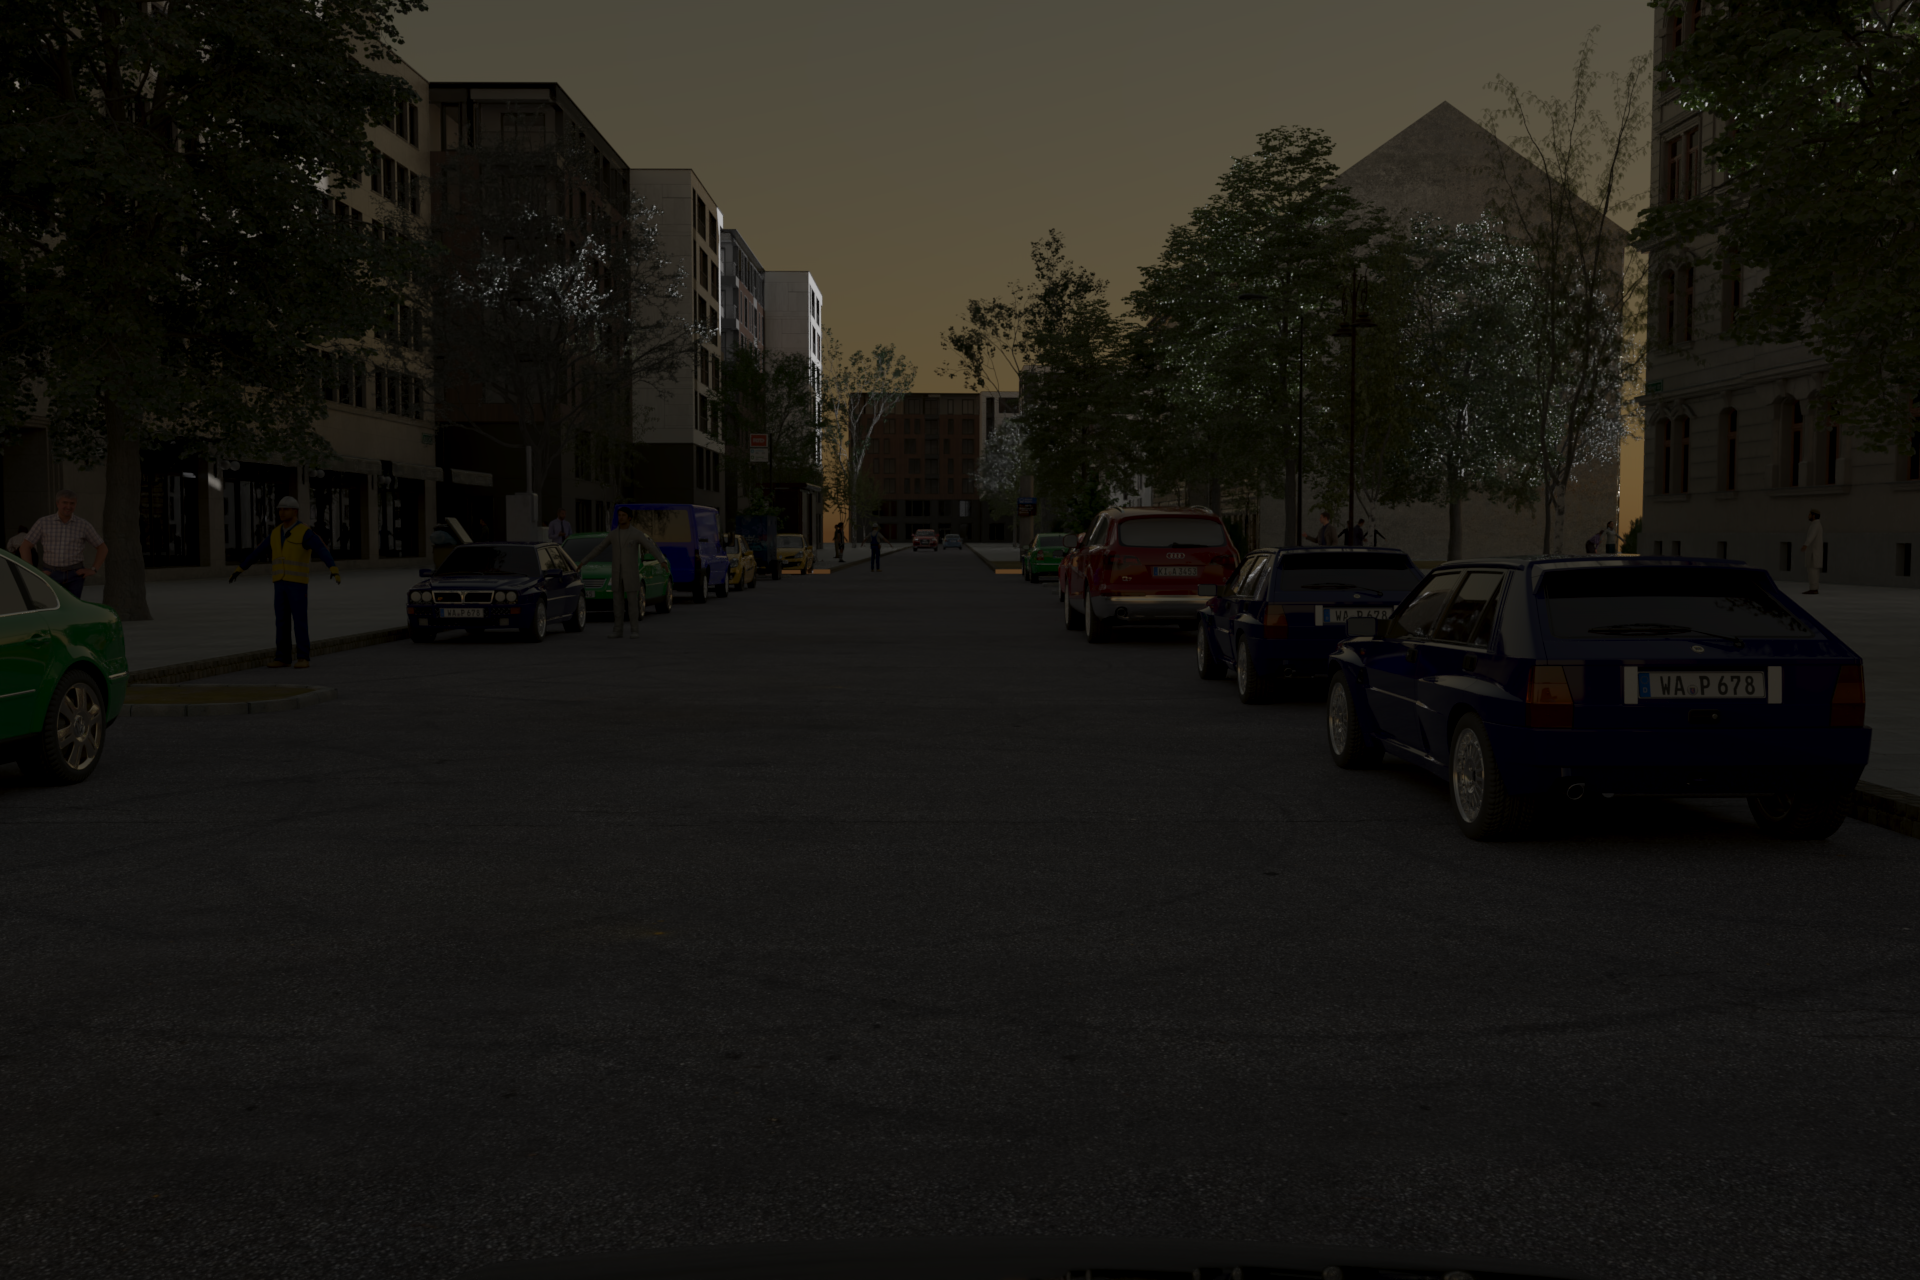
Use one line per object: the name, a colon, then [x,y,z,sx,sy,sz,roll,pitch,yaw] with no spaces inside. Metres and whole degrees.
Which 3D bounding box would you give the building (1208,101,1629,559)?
building: [24.599,-16.300,97.439,19.493,23.208,18.063,0,4,0]

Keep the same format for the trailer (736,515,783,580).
trailer: [-6.336,-2.835,53.395,1.471,1.999,3.904,0,4,0]

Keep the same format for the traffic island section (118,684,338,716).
traffic island section: [-6.410,0.506,14.593,1.991,0.108,1.994,0,4,0]

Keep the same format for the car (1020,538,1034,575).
car: [3.037,-2.846,59.118,1.945,1.354,3.894,0,4,-1]

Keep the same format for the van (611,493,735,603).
van: [-6.179,-2.020,37.403,2.240,2.365,5.245,0,3,0]

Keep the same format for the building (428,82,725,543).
building: [-28.892,-15.345,94.873,27.936,21.610,32.646,0,4,-1]

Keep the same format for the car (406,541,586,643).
car: [-6.377,-0.702,24.059,1.945,1.354,3.894,0,4,0]

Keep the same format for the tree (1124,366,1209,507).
tree: [9.655,-7.543,73.692,4.360,8.622,3.978,0,3,0]

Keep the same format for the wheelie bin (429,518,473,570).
wheelie bin: [-9.758,-1.548,33.214,0.693,1.594,0.980,0,4,-1]

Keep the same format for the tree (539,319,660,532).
tree: [-11.851,-6.636,58.867,4.360,8.622,3.978,0,3,0]

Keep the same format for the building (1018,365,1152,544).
building: [21.447,-23.354,225.818,27.936,21.610,32.646,0,4,-1]

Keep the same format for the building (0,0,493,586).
building: [-30.973,-15.433,54.495,24.374,26.755,37.873,0,3,0]

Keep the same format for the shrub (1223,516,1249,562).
shrub: [10.290,-3.781,66.241,1.690,2.028,1.600,0,3,0]

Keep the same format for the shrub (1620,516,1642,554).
shrub: [26.841,-3.906,68.285,1.690,2.028,1.600,0,3,0]

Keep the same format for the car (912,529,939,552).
car: [-2.860,-8.272,143.924,2.281,1.827,5.304,0,3,0]

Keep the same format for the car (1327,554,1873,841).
car: [3.193,0.192,9.440,1.945,1.354,3.894,0,4,-2]

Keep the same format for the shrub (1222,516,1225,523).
shrub: [10.449,-3.952,69.036,1.690,2.028,1.600,0,3,0]

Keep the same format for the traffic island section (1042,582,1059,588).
traffic island section: [3.252,-1.492,47.254,1.991,0.108,1.994,0,4,0]

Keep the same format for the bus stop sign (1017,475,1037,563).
bus stop sign: [3.015,-5.445,78.047,0.837,3.901,0.837,0,4,-1]

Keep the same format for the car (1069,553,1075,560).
car: [2.965,-1.241,29.326,2.155,1.783,4.494,0,4,-1]

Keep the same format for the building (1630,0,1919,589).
building: [28.598,-15.768,45.202,14.401,28.519,23.554,0,4,0]

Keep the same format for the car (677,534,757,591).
car: [-6.262,-2.098,44.527,2.015,1.641,3.980,0,3,0]

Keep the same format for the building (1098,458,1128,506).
building: [21.014,-15.243,191.372,9.099,9.664,28.070,0,4,-1]

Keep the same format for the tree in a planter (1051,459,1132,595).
tree in a planter: [3.186,-2.701,41.389,1.991,3.239,1.994,0,4,1]

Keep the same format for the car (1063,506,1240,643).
car: [2.632,-0.953,24.252,2.281,1.827,5.304,0,4,-2]

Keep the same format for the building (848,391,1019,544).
building: [-0.229,-25.259,259.419,32.646,21.610,27.936,0,4,-5]

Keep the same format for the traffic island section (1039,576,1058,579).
traffic island section: [3.166,-2.015,55.807,1.991,0.108,1.994,0,4,-1]

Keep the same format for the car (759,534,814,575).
car: [-6.239,-3.180,62.217,2.015,1.641,3.980,0,4,0]

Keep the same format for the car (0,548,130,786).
car: [-5.924,0.015,8.551,1.959,1.807,4.718,0,4,0]

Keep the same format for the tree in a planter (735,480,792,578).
tree in a planter: [-6.584,-3.651,56.913,1.991,3.239,1.994,0,4,1]

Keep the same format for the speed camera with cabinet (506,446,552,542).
speed camera with cabinet: [-9.874,-2.774,39.691,0.660,3.252,2.038,0,3,0]

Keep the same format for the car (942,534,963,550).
car: [-0.705,-9.040,159.805,2.014,1.417,4.499,0,4,-1]

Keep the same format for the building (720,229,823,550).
building: [-25.605,-17.647,132.496,27.936,21.610,32.646,0,4,0]

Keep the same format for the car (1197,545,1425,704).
car: [3.224,-0.204,15.908,1.945,1.354,3.894,0,3,0]

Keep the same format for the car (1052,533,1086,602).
car: [2.991,-1.606,35.302,2.155,1.783,4.494,0,4,0]

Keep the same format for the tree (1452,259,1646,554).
tree: [26.412,-10.210,77.311,12.009,13.543,11.850,0,3,0]

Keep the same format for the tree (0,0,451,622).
tree: [-12.401,-7.265,25.440,9.857,13.997,8.962,0,3,0]

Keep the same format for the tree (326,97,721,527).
tree: [-11.895,-8.454,48.591,12.009,13.543,11.850,0,3,0]

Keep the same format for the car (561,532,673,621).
car: [-6.115,-1.293,29.935,1.959,1.807,4.718,0,4,0]

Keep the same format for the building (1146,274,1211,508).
building: [23.182,-17.420,115.741,19.493,23.208,18.063,0,4,0]

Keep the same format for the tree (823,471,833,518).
tree: [-22.360,-20.669,256.061,7.486,12.596,7.792,0,3,0]

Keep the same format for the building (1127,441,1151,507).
building: [19.616,-12.246,142.364,9.099,9.664,28.070,0,4,0]

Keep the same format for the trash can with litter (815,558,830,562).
trash can with litter: [-6.908,-4.317,81.642,1.678,1.210,2.233,0,4,0]

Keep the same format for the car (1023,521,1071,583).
car: [2.886,-2.626,51.739,1.959,1.807,4.718,0,4,-1]
